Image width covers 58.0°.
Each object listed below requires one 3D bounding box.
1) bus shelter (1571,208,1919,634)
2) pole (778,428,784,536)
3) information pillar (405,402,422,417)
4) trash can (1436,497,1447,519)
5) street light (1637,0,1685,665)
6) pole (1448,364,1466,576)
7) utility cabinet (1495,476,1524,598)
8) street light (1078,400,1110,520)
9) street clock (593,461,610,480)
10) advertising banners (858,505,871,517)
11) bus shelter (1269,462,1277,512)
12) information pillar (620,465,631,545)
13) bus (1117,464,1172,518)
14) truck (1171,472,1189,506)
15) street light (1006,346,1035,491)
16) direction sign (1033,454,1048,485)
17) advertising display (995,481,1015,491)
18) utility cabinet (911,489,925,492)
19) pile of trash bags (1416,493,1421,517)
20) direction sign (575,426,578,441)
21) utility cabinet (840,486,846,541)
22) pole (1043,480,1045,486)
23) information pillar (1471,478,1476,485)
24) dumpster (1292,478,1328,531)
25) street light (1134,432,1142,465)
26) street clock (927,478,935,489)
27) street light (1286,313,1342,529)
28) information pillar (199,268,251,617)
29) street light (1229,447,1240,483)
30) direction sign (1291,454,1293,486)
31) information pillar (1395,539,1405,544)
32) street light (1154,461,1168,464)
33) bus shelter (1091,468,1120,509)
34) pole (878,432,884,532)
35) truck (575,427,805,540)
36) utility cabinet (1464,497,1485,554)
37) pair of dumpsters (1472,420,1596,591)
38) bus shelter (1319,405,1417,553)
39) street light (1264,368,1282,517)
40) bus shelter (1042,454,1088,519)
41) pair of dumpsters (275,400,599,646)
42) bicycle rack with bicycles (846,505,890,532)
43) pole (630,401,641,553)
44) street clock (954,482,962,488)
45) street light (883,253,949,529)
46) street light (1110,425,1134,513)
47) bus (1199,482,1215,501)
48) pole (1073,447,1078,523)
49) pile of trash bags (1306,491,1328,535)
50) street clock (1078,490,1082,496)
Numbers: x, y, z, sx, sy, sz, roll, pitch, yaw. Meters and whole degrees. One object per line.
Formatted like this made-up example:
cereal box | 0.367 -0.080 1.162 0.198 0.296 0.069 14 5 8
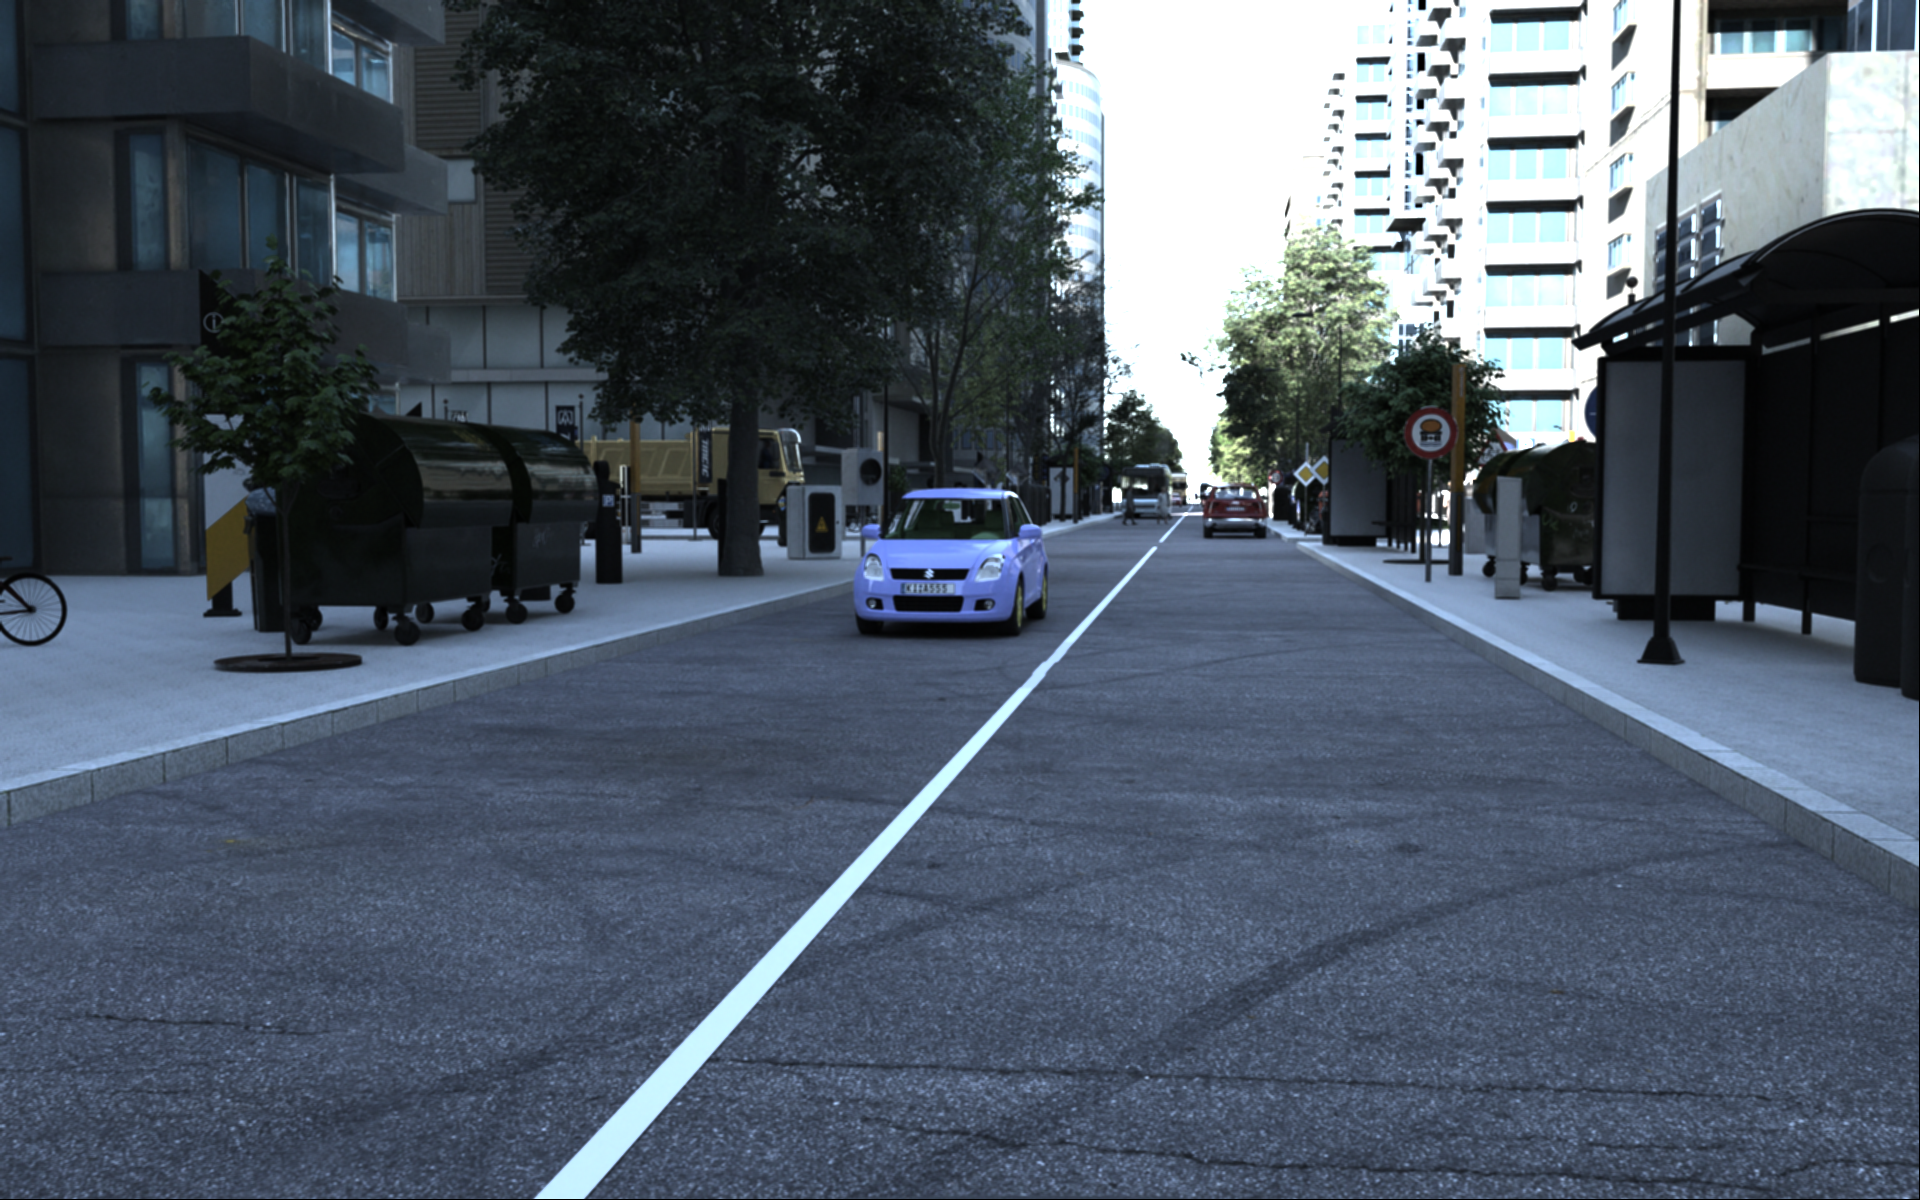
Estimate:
bus shelter | 6.898 -1.292 15.042 2.014 3.302 5.546 1 4 8
pole | -5.531 -3.653 53.572 0.158 3.312 0.155 0 3 0
information pillar | -13.846 -3.214 43.895 0.504 3.616 0.183 -2 4 -35
trash can | 25.292 -4.834 90.693 0.748 1.137 0.748 0 3 0
street light | 4.799 -2.479 13.081 1.470 5.913 1.316 0 4 8
pole | 7.822 -2.043 27.240 0.158 3.312 0.155 0 3 0
utility cabinet | 6.869 -0.793 21.644 0.318 1.500 1.173 1 4 18
street light | 6.457 -6.888 85.162 1.470 5.913 1.316 0 4 8
street clock | -7.786 -2.021 37.622 0.358 2.002 0.471 -2 4 -31
advertising banners | -5.819 -6.201 97.566 2.074 3.025 0.090 3 5 40
bus shelter | 19.029 -6.531 100.707 2.014 3.302 5.546 0 4 8
information pillar | -8.458 -2.427 44.167 0.304 2.012 0.304 -3 5 -42
bus | 11.346 -6.721 104.751 2.948 3.499 13.247 1 4 9
truck | 27.566 -14.082 219.151 2.839 4.237 11.283 0 4 8
street light | 2.018 -4.979 53.944 1.470 5.913 1.316 0 4 8
direction sign | 4.559 -6.513 98.489 0.876 3.537 0.379 0 4 7
advertising display | 2.236 -4.964 86.375 0.974 1.923 0.123 0 4 -7
utility cabinet | -1.683 -4.380 80.296 1.173 1.500 0.318 0 4 7
pile of trash bags | 21.311 -4.475 82.920 1.912 1.369 3.447 -1 4 -10
direction sign | -12.996 -4.010 57.557 0.379 3.537 0.876 2 4 31
utility cabinet | -3.710 -2.349 47.085 1.173 1.500 0.318 -1 4 -9
pole | 5.144 -6.877 106.288 0.158 3.312 0.155 0 3 0
information pillar | 23.462 -4.561 79.057 0.304 2.012 0.304 1 4 14
dumpster | 12.356 -3.535 60.295 1.502 2.255 1.985 1 4 8
street light | 12.613 -9.583 129.218 1.470 5.913 1.316 0 4 8
street clock | -1.250 -4.397 76.456 0.358 2.002 0.471 2 4 30
street light | 9.182 -4.397 44.438 1.470 5.913 1.316 0 4 8
information pillar | -7.658 -1.635 18.084 0.504 3.616 0.183 -1 4 -10
street light | 22.679 -10.240 139.969 1.470 5.913 1.316 0 4 8
direction sign | 17.524 -6.084 91.464 0.379 3.537 0.876 1 4 13
information pillar | 11.493 -2.477 44.991 0.304 2.012 0.304 0 4 6
street light | 24.346 -14.651 212.090 1.470 5.913 1.316 0 4 8
bus shelter | 10.256 -7.933 123.626 2.014 3.302 5.546 0 4 8
pole | -2.583 -3.841 56.645 0.158 3.312 0.155 0 3 0
truck | -8.652 -3.372 51.056 9.791 3.379 3.469 0 4 7
utility cabinet | 11.349 -1.587 37.108 1.020 1.237 0.306 0 4 0
pair of dumpsters | 8.443 -1.357 24.678 1.574 2.255 4.437 0 4 8
bus shelter | 9.463 -2.814 39.939 2.014 3.302 5.546 1 4 8
street light | 11.925 -5.596 64.037 1.470 5.913 1.316 0 4 8
bus shelter | 5.478 -5.869 89.883 2.014 3.302 5.546 0 4 8
pair of dumpsters | -4.933 -0.865 16.633 1.574 2.255 4.437 0 4 8
bicycle rack with bicycles | -3.539 -2.771 58.685 2.925 0.926 2.852 1 4 22
pole | -7.038 -2.673 37.555 0.158 3.312 0.155 0 3 0
street clock | -0.101 -5.988 102.480 0.471 2.002 0.358 -3 5 -40
street light | -0.907 -3.734 33.587 1.470 5.913 1.316 0 4 8
street light | 10.713 -8.779 116.075 1.470 5.913 1.316 0 4 8
bus | 38.446 -16.709 268.058 2.948 3.499 13.247 1 4 9
pole | 5.050 -5.002 75.621 0.158 3.312 0.155 0 3 0
pile of trash bags | 11.830 -2.758 54.846 1.912 1.369 3.447 1 4 21
street clock | 7.589 -6.473 110.407 0.358 2.002 0.471 1 4 9
